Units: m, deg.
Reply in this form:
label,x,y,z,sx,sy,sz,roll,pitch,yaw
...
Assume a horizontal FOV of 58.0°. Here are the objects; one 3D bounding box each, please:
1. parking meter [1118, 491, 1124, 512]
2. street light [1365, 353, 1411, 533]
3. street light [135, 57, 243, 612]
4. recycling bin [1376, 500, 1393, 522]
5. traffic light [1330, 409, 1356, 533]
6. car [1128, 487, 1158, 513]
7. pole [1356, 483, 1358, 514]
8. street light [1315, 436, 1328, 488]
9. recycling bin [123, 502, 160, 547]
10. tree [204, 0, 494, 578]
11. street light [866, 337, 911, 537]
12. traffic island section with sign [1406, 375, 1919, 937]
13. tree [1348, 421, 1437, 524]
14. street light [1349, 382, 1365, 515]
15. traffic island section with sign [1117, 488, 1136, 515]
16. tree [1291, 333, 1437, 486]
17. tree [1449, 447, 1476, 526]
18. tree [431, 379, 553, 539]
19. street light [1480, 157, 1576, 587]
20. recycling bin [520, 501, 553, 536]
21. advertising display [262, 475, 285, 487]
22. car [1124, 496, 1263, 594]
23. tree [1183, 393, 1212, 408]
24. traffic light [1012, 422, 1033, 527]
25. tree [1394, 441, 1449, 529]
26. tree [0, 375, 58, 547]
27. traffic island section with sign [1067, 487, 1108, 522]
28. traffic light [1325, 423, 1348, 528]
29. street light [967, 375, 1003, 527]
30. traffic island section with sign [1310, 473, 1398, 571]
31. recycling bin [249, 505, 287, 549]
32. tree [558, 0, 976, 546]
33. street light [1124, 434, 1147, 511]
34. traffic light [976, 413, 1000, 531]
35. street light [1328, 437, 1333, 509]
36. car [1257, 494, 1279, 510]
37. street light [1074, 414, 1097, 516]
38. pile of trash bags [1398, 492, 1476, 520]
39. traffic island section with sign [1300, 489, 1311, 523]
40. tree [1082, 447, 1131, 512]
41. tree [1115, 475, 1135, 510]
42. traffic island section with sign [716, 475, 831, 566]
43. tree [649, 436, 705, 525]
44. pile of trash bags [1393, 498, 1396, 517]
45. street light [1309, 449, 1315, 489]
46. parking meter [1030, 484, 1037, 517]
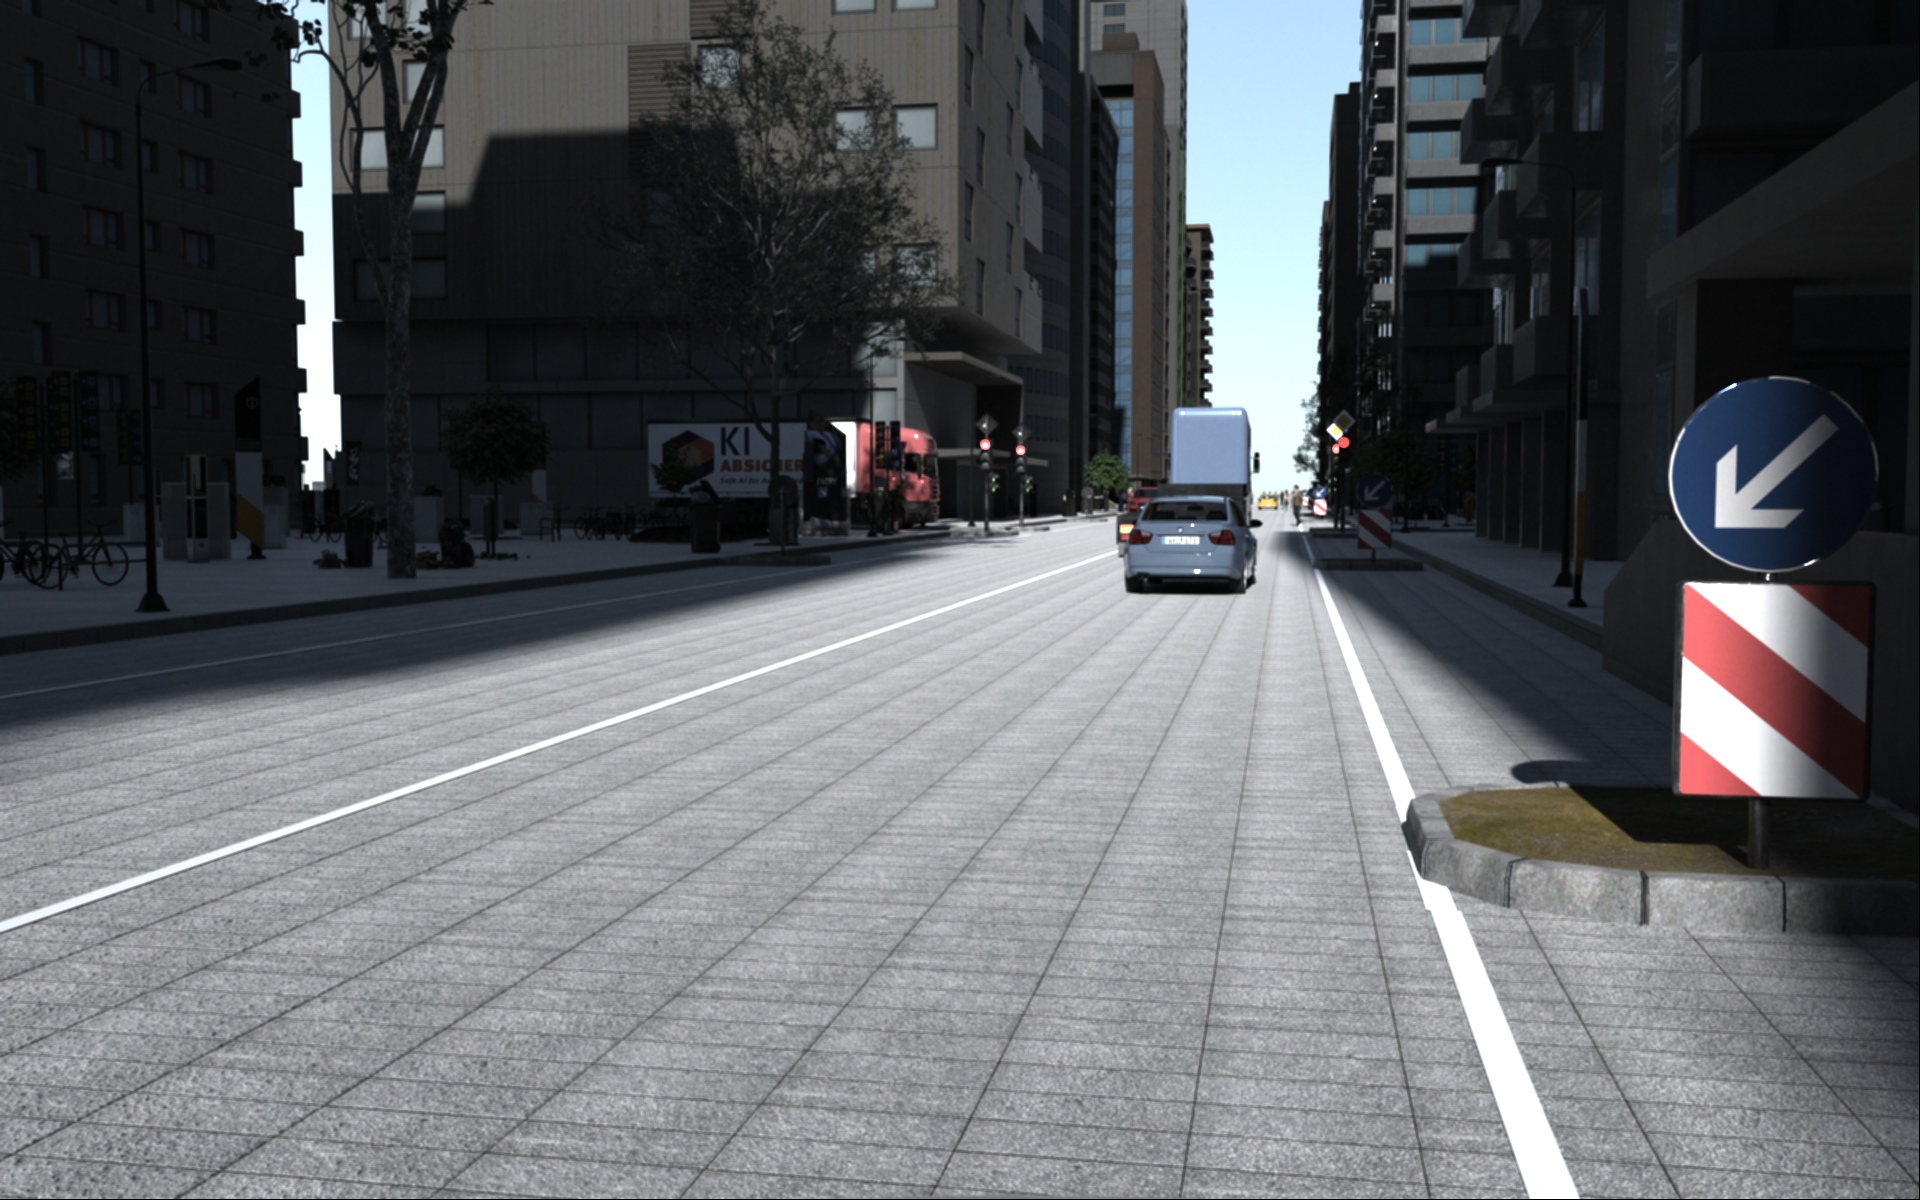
label,x,y,z,sx,sy,sz,roll,pitch,yaw
parking meter,11.526,-7.065,123.921,0.372,1.533,0.369,0,3,0
street light,14.190,-5.174,57.141,1.470,5.913,1.316,1,4,11
street light,-8.307,-2.821,18.673,1.470,5.913,1.316,1,4,11
recycling bin,19.591,-4.125,79.995,0.722,1.027,0.722,0,4,6
traffic light,12.692,-4.191,57.435,0.839,4.253,0.868,1,4,11
car,9.967,-5.008,90.553,2.281,1.827,5.304,1,4,12
pole,25.354,-7.124,110.325,0.158,3.312,0.155,0,3,0
street light,30.961,-10.632,146.373,1.470,5.913,1.316,1,4,11
recycling bin,-20.006,-1.821,42.334,0.722,1.027,0.722,-2,4,-34
tree,-7.504,-10.464,26.978,12.611,20.169,13.585,0,3,0
street light,-2.099,-4.823,51.395,1.470,5.913,1.316,1,4,11
traffic island section with sign,2.770,0.123,6.617,1.989,1.847,2.006,1,4,11
tree,19.207,-5.629,75.748,4.285,4.588,4.351,0,3,0
street light,17.014,-6.082,71.987,1.470,5.913,1.316,1,4,11
traffic island section with sign,11.656,-6.603,116.579,1.989,1.847,2.006,1,4,11
tree,23.383,-10.105,99.633,8.767,10.594,7.601,2,4,24
tree,20.865,-4.656,70.720,1.663,3.219,1.824,0,3,0
tree,-13.390,-4.026,49.540,4.285,4.588,4.351,0,3,0
street light,7.867,-3.144,23.953,1.470,5.913,1.316,1,4,11
recycling bin,-13.201,-2.531,53.938,0.722,1.027,0.722,2,4,34
advertising display,-23.766,-3.333,59.703,0.974,1.923,0.123,-1,4,-16
car,3.547,-0.874,26.298,2.014,1.417,4.499,1,4,13
tree,28.279,-18.968,216.777,9.857,13.997,8.962,0,3,0
traffic light,2.420,-4.805,67.482,0.839,4.253,0.868,1,4,11
tree,16.725,-4.236,63.866,1.663,3.219,1.824,0,3,0
tree,-23.825,-3.582,42.276,4.285,4.588,4.351,0,3,0
traffic island section with sign,6.643,-4.983,90.093,1.989,1.847,2.006,1,4,11
traffic light,14.177,-4.670,65.282,0.839,4.253,0.868,1,4,11
street light,0.992,-5.829,67.843,1.470,5.913,1.316,1,4,11
traffic island section with sign,7.824,-1.511,33.326,1.989,1.847,2.006,1,4,11
recycling bin,-16.255,-1.719,40.653,0.722,1.027,0.722,-1,4,-11
tree,-4.711,-8.102,42.831,12.009,13.543,11.850,0,3,0
street light,13.397,-9.851,133.597,1.470,5.913,1.316,1,4,11
traffic light,0.935,-4.325,59.636,0.839,4.253,0.868,1,4,11
street light,23.251,-8.114,105.202,1.470,5.913,1.316,1,4,11
car,28.425,-9.145,159.750,2.015,1.641,3.980,1,4,12
street light,7.249,-7.848,100.863,1.470,5.913,1.316,1,4,11
pile of trash bags,23.528,-4.602,84.992,3.447,1.369,1.912,2,4,24
traffic island section with sign,18.062,-4.821,87.448,1.989,1.847,2.006,1,4,11
tree,10.330,-8.447,121.825,4.285,4.588,4.351,0,3,0
tree,12.872,-8.778,138.116,1.663,3.219,1.824,0,3,0
traffic island section with sign,-3.720,-1.633,35.326,1.989,1.847,2.006,1,4,11
tree,-9.699,-3.887,58.151,1.663,3.219,1.824,0,3,0
pile of trash bags,24.398,-5.389,97.869,1.912,1.369,3.447,0,4,-5
street light,37.307,-12.683,179.902,1.470,5.913,1.316,1,4,11
parking meter,4.153,-5.640,97.926,0.399,1.863,0.255,1,4,12
